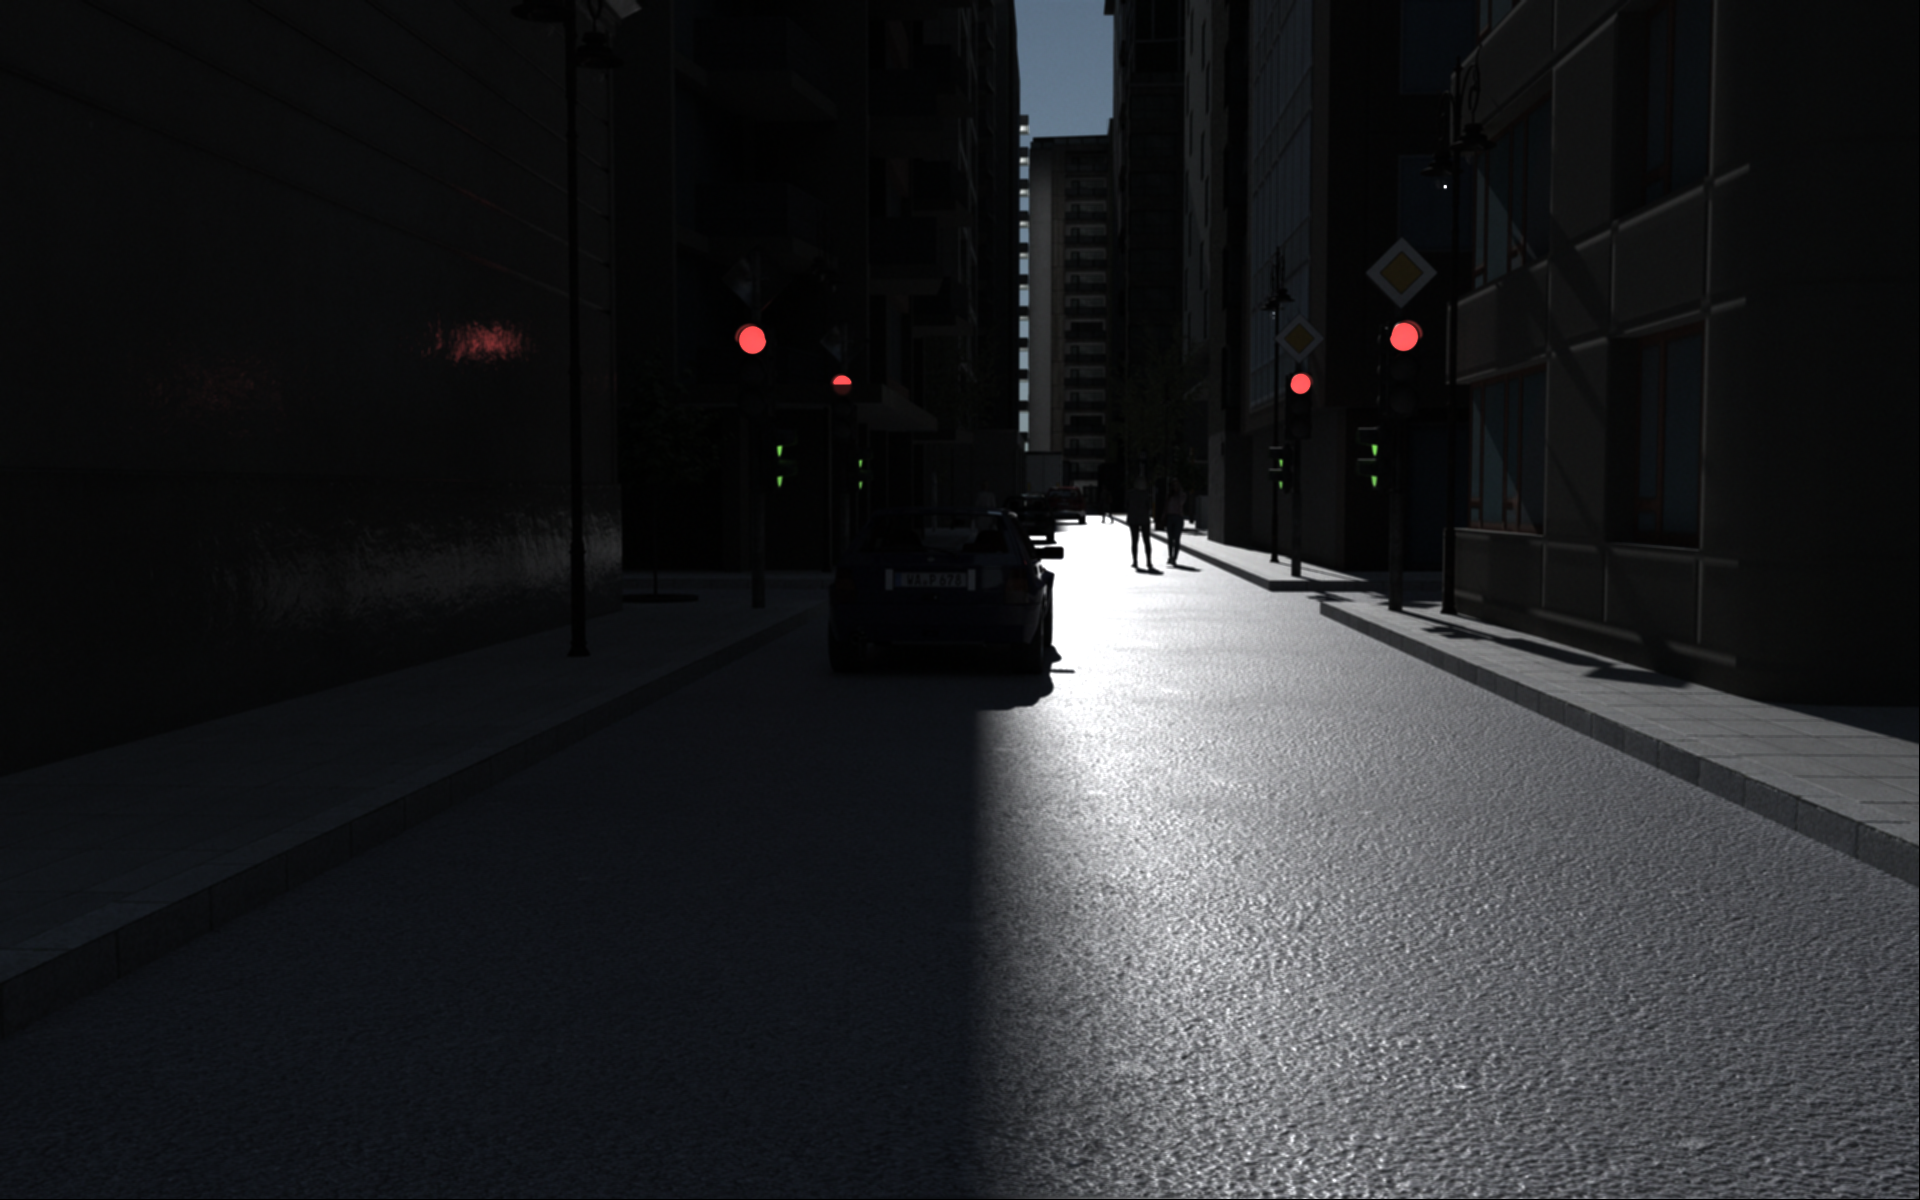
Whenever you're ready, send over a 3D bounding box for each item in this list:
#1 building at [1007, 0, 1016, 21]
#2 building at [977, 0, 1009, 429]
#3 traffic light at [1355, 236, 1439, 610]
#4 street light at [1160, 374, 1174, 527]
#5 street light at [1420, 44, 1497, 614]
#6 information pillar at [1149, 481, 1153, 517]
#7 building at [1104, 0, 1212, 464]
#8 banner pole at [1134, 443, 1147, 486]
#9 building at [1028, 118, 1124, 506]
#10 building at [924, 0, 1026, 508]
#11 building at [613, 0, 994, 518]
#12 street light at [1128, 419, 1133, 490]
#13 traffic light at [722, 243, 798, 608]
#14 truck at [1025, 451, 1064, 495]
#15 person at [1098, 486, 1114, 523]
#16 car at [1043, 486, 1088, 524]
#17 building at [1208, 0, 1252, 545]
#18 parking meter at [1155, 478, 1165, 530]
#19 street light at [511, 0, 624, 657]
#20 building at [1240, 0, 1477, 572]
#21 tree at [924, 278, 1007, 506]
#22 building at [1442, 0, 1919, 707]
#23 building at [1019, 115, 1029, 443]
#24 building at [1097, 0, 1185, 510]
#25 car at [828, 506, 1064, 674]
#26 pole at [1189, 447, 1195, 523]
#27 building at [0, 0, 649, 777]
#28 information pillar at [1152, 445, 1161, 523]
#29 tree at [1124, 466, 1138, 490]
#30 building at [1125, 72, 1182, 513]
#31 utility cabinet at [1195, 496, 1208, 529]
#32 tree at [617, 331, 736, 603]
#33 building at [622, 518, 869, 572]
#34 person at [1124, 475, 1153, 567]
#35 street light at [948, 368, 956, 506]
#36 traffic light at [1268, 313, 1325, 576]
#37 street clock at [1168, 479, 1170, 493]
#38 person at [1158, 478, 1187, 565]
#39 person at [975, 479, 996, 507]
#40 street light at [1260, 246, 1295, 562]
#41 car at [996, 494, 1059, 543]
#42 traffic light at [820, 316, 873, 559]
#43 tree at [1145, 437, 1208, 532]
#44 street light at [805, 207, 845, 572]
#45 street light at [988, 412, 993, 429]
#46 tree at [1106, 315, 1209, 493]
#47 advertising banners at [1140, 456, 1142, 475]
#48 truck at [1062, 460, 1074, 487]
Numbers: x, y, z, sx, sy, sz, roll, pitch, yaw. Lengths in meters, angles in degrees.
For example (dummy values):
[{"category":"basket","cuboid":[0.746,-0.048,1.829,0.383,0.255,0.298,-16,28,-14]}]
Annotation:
[{"category":"building","cuboid":[-2.090,-30.740,152.710,14.600,45.320,14.200,0,4,3]},{"category":"building","cuboid":[-3.346,-27.839,138.766,14.154,41.232,14.086,0,4,3]},{"category":"traffic light","cuboid":[4.796,-1.842,19.037,0.839,4.253,0.868,0,4,3]},{"category":"street light","cuboid":[7.970,-5.756,66.897,0.468,5.910,1.993,0,4,3]},{"category":"street light","cuboid":[5.252,-2.792,18.431,0.468,5.910,1.993,0,4,3]},{"category":"information pillar","cuboid":[10.628,-5.566,95.495,0.304,2.012,0.304,-1,4,-19]},{"category":"building","cuboid":[28.117,-35.040,162.148,28.713,52.752,27.495,0,4,3]},{"category":"banner pole","cuboid":[8.812,-5.809,84.990,0.863,3.779,0.401,2,4,28]},{"category":"building","cuboid":[14.582,-31.086,191.846,14.086,41.232,14.154,0,4,3]},{"category":"building","cuboid":[-7.443,-38.888,74.071,20.563,71.187,20.611,0,4,3]},{"category":"building","cuboid":[-9.026,-28.278,116.964,22.147,44.769,28.867,0,4,3]},{"category":"street light","cuboid":[9.912,-7.862,101.326,0.468,5.910,1.993,0,4,3]},{"category":"traffic light","cuboid":[-2.255,-1.865,19.417,0.839,4.253,0.868,0,4,3]},{"category":"truck","cuboid":[5.740,-7.955,118.980,2.839,4.237,11.283,0,4,3]},{"category":"person","cuboid":[7.213,-4.722,85.665,0.622,1.834,0.822,-2,4,-26]},{"category":"car","cuboid":[5.136,-4.664,84.937,2.281,1.827,5.304,0,4,5]},{"category":"building","cuboid":[14.063,-16.977,49.270,14.160,30.474,14.107,0,4,3]},{"category":"parking meter","cuboid":[7.084,-3.403,61.354,0.255,1.863,0.399,-1,4,-17]},{"category":"street light","cuboid":[-3.023,-2.493,13.555,0.468,5.910,1.993,0,4,3]},{"category":"building","cuboid":[13.409,-23.444,33.421,14.200,45.320,14.600,0,4,3]},{"category":"tree","cuboid":[-0.628,-6.599,58.252,4.737,8.622,4.395,0,3,0]},{"category":"building","cuboid":[18.396,-9.697,3.585,27.650,21.520,28.899,0,4,3]},{"category":"building","cuboid":[-7.399,-35.337,197.367,30.456,49.044,23.786,0,4,3]},{"category":"building","cuboid":[21.597,-42.792,137.905,20.563,71.187,20.611,0,4,3]},{"category":"car","cuboid":[-0.074,-0.161,15.211,1.945,1.354,3.894,0,4,5]},{"category":"pole","cuboid":[10.125,-5.001,75.605,0.158,3.312,0.155,0,3,0]},{"category":"building","cuboid":[-18.333,-10.927,11.937,30.059,22.955,16.112,0,4,3]},{"category":"information pillar","cuboid":[8.800,-5.267,77.466,0.183,3.616,0.504,3,5,42]},{"category":"tree","cuboid":[11.831,-7.372,115.128,1.663,3.219,1.824,0,3,0]},{"category":"building","cuboid":[18.646,-21.423,121.959,14.160,30.474,14.107,0,4,3]},{"category":"utility cabinet","cuboid":[9.215,-3.259,64.442,1.020,1.237,0.306,-2,4,-35]},{"category":"tree","cuboid":[-3.650,-1.594,20.663,1.663,3.219,1.824,0,3,0]},{"category":"building","cuboid":[-11.090,-23.619,40.802,22.147,44.769,28.867,0,4,3]},{"category":"person","cuboid":[3.511,-1.554,34.094,0.537,1.800,0.526,1,4,21]},{"category":"street light","cuboid":[-0.277,-5.492,62.575,0.468,5.910,1.993,0,4,3]},{"category":"traffic light","cuboid":[5.245,-2.330,27.010,0.839,4.253,0.868,0,4,3]},{"category":"street clock","cuboid":[9.777,-4.688,81.224,0.471,2.002,0.358,3,5,42]},{"category":"person","cuboid":[4.364,-1.607,35.360,0.593,1.750,0.643,2,4,27]},{"category":"person","cuboid":[0.565,-1.996,41.494,0.694,1.780,0.624,0,4,7]},{"category":"street light","cuboid":[5.931,-3.651,32.488,0.468,5.910,1.993,0,4,3]},{"category":"car","cuboid":[2.011,-2.618,52.585,2.009,1.686,4.222,0,4,2]},{"category":"traffic light","cuboid":[-1.806,-2.353,27.389,0.839,4.253,0.868,0,4,3]},{"category":"tree","cuboid":[7.563,-3.933,58.900,1.663,3.219,1.824,0,3,0]},{"category":"street light","cuboid":[-2.188,-3.393,28.269,0.468,5.910,1.993,0,4,3]},{"category":"street light","cuboid":[1.721,-7.611,97.227,0.468,5.910,1.993,0,4,3]},{"category":"tree","cuboid":[8.225,-7.365,70.782,4.737,8.622,4.395,0,3,0]},{"category":"advertising banners","cuboid":[8.252,-5.026,78.365,0.090,3.025,2.074,0,4,1]},{"category":"truck","cuboid":[8.319,-9.847,149.912,2.839,4.237,11.283,0,4,5]}]
